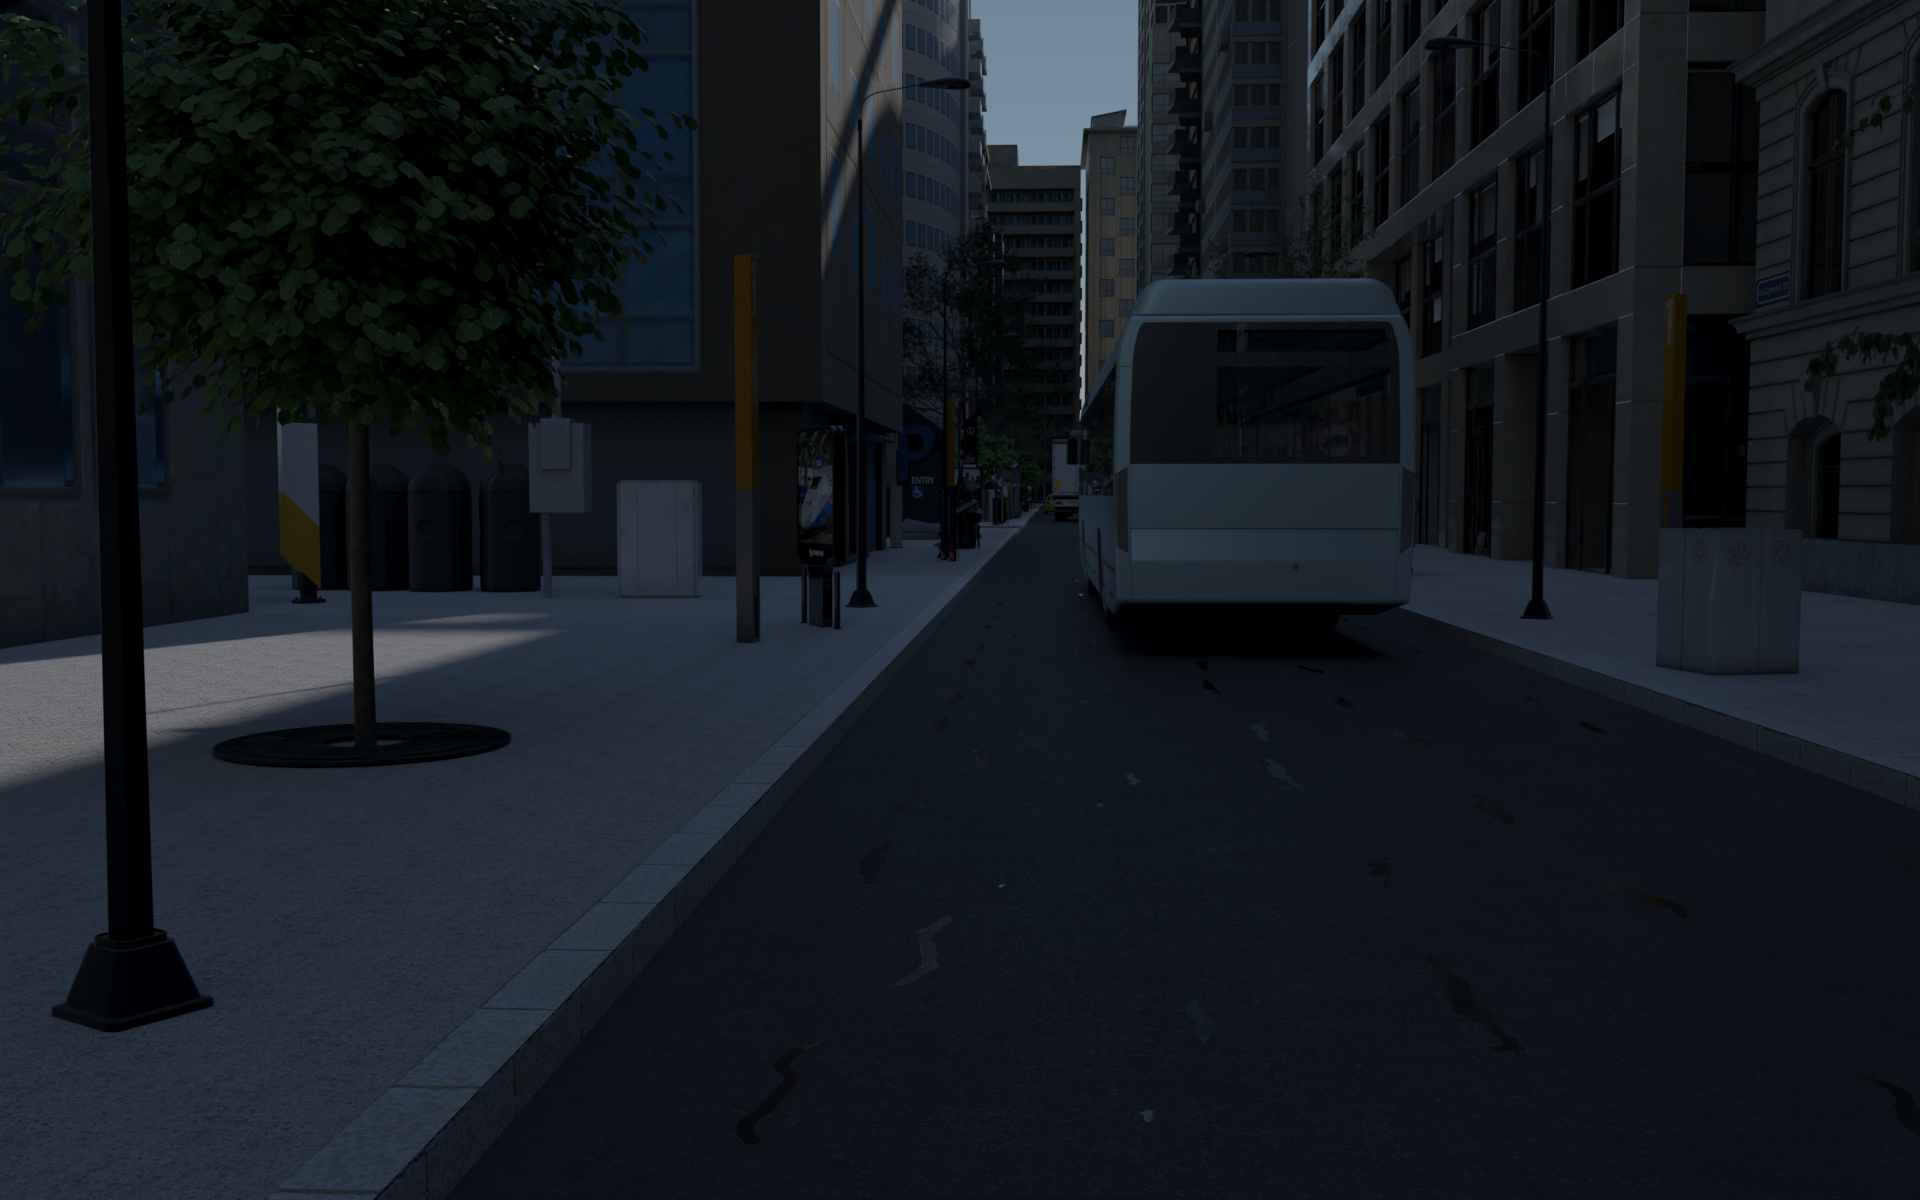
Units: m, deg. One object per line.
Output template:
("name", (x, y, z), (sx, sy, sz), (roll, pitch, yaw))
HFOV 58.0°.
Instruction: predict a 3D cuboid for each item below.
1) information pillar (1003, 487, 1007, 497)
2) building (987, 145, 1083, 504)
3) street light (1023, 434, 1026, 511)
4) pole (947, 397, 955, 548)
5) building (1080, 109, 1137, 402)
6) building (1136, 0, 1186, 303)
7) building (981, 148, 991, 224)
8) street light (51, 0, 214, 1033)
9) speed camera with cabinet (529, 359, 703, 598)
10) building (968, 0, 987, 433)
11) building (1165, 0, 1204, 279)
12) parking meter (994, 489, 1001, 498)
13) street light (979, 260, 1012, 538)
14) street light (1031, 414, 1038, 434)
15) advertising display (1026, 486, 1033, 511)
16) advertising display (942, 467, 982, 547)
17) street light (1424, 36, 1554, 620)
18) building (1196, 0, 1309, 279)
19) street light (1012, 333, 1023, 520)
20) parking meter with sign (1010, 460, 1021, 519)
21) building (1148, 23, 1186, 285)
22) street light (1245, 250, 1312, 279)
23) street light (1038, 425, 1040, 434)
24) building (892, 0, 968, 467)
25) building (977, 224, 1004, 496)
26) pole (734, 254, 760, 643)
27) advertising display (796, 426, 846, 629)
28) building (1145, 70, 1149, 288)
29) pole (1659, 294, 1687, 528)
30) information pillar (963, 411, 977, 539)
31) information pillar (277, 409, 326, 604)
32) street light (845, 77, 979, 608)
("information pillar", (2.454, -6.112, 91.278), (0.504, 3.616, 0.183), (-2, 4, -32))
("building", (6.187, -37.878, 243.005), (21.600, 48.544, 21.300), (0, 4, 3))
("street light", (2.023, -6.022, 71.002), (1.470, 5.913, 1.316), (0, 4, 3))
("pole", (-0.214, -2.614, 36.587), (0.158, 3.312, 0.155), (0, 3, 0))
("building", (30.899, -40.126, 245.301), (27.495, 52.752, 28.713), (0, 4, 3))
("building", (29.568, -46.971, 206.233), (20.563, 71.187, 20.611), (0, 4, 3))
("building", (-9.284, -33.864, 208.306), (28.867, 44.769, 22.147), (0, 4, 3))
("street light", (-1.516, -1.930, 4.091), (1.470, 5.913, 1.316), (0, 4, 3))
("speed camera with cabinet", (-4.252, -1.658, 21.452), (2.038, 3.252, 0.660), (0, 4, -2))
("building", (-8.870, -33.155, 161.697), (23.786, 49.044, 30.456), (0, 4, 3))
("building", (26.235, -28.710, 124.028), (22.147, 44.769, 28.867), (0, 4, 3))
("parking meter", (1.963, -4.975, 89.758), (0.372, 1.533, 0.369), (0, 3, 0))
("street light", (0.242, -3.796, 34.612), (1.470, 5.913, 1.316), (0, 4, 3))
("street light", (2.971, -6.923, 85.738), (1.470, 5.913, 1.316), (0, 4, 3))
("advertising display", (5.204, -7.874, 133.950), (0.974, 1.923, 0.123), (3, 5, 42))
("advertising display", (0.051, -2.219, 41.488), (0.974, 1.923, 0.123), (-1, 4, -22))
("street light", (5.416, -2.764, 17.731), (1.470, 5.913, 1.316), (0, 4, 3))
("building", (24.990, -24.313, 89.398), (23.993, 40.220, 32.217), (0, 4, 3))
("street light", (1.012, -4.749, 50.185), (1.470, 5.913, 1.316), (0, 4, 3))
("parking meter with sign", (2.871, -5.732, 89.972), (0.543, 3.016, 1.738), (1, 4, 8))
("building", (23.691, -28.793, 154.352), (14.154, 41.232, 14.086), (0, 4, 3))
("street light", (6.141, -3.708, 33.166), (1.470, 5.913, 1.316), (0, 4, 3))
("street light", (3.769, -7.834, 100.626), (1.470, 5.913, 1.316), (0, 4, 3))
("building", (-10.601, -35.142, 116.574), (21.231, 58.520, 28.212), (0, 4, 3))
("building", (-2.560, -25.240, 184.378), (14.160, 30.474, 14.107), (0, 4, 3))
("pole", (-1.831, -1.288, 14.902), (0.158, 3.312, 0.155), (0, 3, 0))
("advertising display", (-1.354, -0.707, 16.770), (0.123, 1.923, 0.974), (-2, 4, -27))
("building", (25.371, -31.715, 168.658), (14.600, 45.320, 14.200), (0, 4, 3))
("pole", (7.315, -1.464, 17.786), (0.158, 3.312, 0.155), (0, 3, 0))
("information pillar", (0.222, -3.517, 48.865), (0.504, 3.616, 0.183), (-1, 4, -9))
("information pillar", (-7.713, -1.765, 20.210), (0.183, 3.616, 0.504), (2, 4, 35))
("street light", (-0.579, -2.871, 19.484), (1.470, 5.913, 1.316), (0, 4, 3))
